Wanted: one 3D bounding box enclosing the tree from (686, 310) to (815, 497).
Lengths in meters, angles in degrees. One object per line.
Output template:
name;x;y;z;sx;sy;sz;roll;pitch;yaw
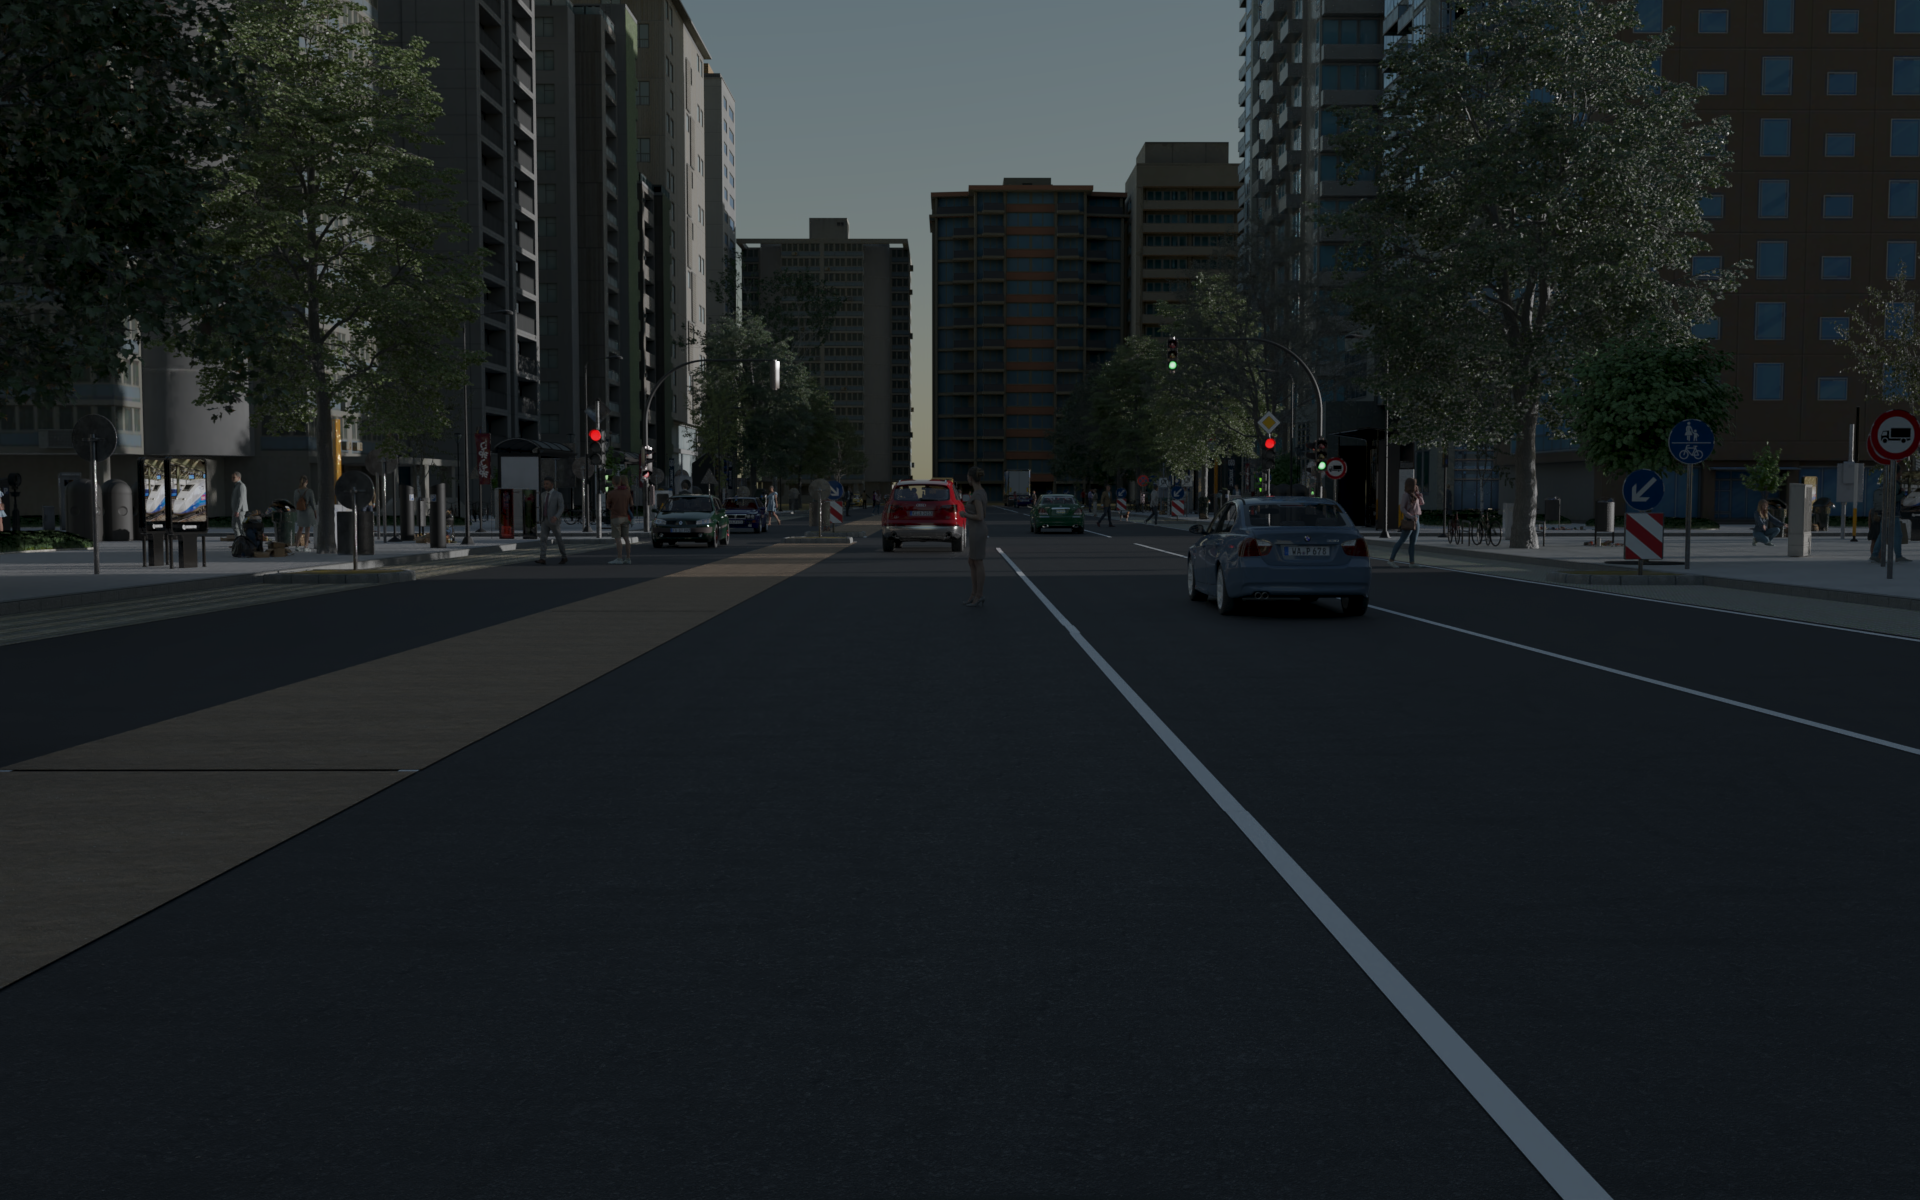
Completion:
tree;-14.180;-13.015;119.452;9.857;13.997;8.962;0;3;0

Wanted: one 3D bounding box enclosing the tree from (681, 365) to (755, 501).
tree;-13.611;-9.028;97.965;4.737;8.622;4.395;0;3;0

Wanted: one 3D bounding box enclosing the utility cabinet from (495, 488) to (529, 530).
utility cabinet;-15.965;-3.244;61.724;1.173;1.500;0.318;0;4;8

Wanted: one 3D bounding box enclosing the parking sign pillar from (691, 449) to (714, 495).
parking sign pillar;-15.112;-6.928;101.744;1.447;3.967;1.447;-1;4;-16

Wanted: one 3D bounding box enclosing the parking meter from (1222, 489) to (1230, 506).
parking meter;12.968;-4.656;84.543;0.372;1.533;0.369;0;3;0

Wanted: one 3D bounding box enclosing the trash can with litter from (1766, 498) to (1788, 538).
trash can with litter;24.191;-2.430;51.116;1.055;1.170;0.624;-2;4;-29

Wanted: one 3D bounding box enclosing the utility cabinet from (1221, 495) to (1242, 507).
utility cabinet;13.711;-4.676;87.609;1.020;1.237;0.306;0;4;-5

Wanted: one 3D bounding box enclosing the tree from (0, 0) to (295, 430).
tree;-12.915;-6.369;21.135;9.611;12.733;9.660;0;3;0

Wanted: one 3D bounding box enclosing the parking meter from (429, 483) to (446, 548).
parking meter;-12.412;-2.003;41.156;0.372;1.533;0.369;0;3;0

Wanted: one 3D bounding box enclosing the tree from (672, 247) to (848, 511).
tree;-15.352;-16.999;133.827;12.611;20.169;13.585;0;3;0

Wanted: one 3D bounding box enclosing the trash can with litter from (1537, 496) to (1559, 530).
trash can with litter;21.472;-3.098;61.712;2.233;1.210;1.678;2;4;34

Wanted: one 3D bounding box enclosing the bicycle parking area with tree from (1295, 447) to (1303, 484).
bicycle parking area with tree;21.277;-7.404;108.060;9.016;4.147;8.231;2;4;26

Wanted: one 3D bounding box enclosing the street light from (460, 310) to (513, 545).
street light;-11.971;-4.360;43.832;1.470;5.913;1.316;0;4;0

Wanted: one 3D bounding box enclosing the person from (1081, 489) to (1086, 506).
person;13.550;-11.237;189.704;0.705;1.831;1.348;3;4;37

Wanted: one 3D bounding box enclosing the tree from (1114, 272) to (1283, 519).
tree;12.753;-10.421;88.512;7.486;12.596;7.792;0;3;0

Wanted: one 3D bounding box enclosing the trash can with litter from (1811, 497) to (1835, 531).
trash can with litter;29.584;-2.951;59.638;1.055;1.170;0.624;-2;4;-35

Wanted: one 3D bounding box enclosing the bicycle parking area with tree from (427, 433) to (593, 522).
bicycle parking area with tree;-20.973;-5.803;81.883;8.231;4.147;9.016;0;4;5

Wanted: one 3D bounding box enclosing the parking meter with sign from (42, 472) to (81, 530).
parking meter with sign;-31.548;-3.981;61.352;1.738;3.016;0.543;-3;4;-37

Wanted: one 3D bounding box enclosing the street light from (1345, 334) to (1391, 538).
street light;11.896;-4.771;50.551;1.470;5.913;1.316;0;4;0

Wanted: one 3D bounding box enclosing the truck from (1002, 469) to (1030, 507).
truck;6.472;-12.924;200.227;2.839;4.237;11.283;0;4;-2

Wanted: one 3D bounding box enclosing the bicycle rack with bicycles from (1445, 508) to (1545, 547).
bicycle rack with bicycles;13.448;-1.831;43.322;2.852;0.926;2.925;1;4;12

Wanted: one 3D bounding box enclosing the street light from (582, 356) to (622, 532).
street light;-12.025;-5.243;58.270;1.470;5.913;1.316;0;4;0

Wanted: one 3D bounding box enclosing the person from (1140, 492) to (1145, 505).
person;21.109;-11.835;200.219;0.621;1.740;0.551;1;4;19

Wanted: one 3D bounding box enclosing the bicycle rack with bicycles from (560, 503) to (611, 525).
bicycle rack with bicycles;-15.684;-3.628;72.697;2.925;0.926;2.852;1;4;21

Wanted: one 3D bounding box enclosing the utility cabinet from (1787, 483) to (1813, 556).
utility cabinet;17.256;-1.643;35.547;0.318;1.500;1.173;2;4;32

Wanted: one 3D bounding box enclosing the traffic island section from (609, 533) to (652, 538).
traffic island section;-10.607;-2.217;58.523;2.009;0.180;2.903;0;4;0

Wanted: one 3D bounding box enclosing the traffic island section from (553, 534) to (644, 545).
traffic island section;-10.556;-1.728;50.538;2.009;0.180;2.903;0;4;0

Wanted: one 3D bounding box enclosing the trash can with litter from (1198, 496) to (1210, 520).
trash can with litter;12.380;-4.664;87.650;0.624;1.170;1.055;0;4;3

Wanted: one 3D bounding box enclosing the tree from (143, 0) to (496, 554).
tree;-14.100;-7.281;37.170;7.486;12.596;7.792;0;3;0

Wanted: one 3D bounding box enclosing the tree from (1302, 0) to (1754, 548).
tree;13.297;-8.203;40.769;9.857;13.997;8.962;0;3;0

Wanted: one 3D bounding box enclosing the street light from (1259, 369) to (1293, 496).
street light;11.813;-5.627;64.535;1.470;5.913;1.316;0;4;0

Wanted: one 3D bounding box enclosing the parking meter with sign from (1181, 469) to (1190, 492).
parking meter with sign;15.281;-7.400;117.243;0.543;3.016;1.738;-1;4;-21

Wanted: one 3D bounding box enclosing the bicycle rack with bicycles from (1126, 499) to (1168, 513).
bicycle rack with bicycles;12.600;-6.615;121.538;2.852;0.926;2.925;-2;4;-29

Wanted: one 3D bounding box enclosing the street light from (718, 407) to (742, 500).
street light;-12.283;-7.316;92.166;1.470;5.913;1.316;0;4;0

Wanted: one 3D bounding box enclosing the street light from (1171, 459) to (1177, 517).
street light;11.631;-7.692;98.299;1.470;5.913;1.316;0;4;0

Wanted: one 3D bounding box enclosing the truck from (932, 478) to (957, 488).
truck;-2.176;-12.757;204.494;3.469;3.379;9.791;0;4;1

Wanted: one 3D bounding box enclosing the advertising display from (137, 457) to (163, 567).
advertising display;-14.332;-1.567;30.827;0.123;1.923;0.974;0;4;1

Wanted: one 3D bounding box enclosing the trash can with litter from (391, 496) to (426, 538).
trash can with litter;-15.849;-2.403;50.353;1.678;1.210;2.233;0;4;-7

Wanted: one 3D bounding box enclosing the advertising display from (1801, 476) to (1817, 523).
advertising display;30.896;-3.538;63.056;0.974;1.923;0.123;-3;4;-38

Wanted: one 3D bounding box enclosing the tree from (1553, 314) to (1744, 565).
tree;12.547;-2.937;31.732;4.285;4.588;4.351;0;3;0

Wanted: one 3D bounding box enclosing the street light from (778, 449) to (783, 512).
street light;-12.565;-9.410;126.394;1.470;5.913;1.316;0;4;0

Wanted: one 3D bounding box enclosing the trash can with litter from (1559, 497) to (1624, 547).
trash can with litter;16.438;-1.957;43.062;2.233;1.210;1.678;-1;4;-14

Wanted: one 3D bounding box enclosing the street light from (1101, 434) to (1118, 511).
street light;11.415;-9.772;132.320;1.470;5.913;1.316;0;4;0

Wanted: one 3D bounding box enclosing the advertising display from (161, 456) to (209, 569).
advertising display;-13.422;-1.520;30.066;0.123;1.923;0.974;1;4;14

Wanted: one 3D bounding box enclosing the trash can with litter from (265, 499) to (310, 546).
trash can with litter;-16.487;-1.905;42.539;0.624;1.170;1.055;1;4;13

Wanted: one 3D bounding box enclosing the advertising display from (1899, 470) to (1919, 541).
advertising display;26.173;-2.571;47.254;0.974;1.923;0.123;1;4;20

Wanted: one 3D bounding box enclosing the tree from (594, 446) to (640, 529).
tree;-12.839;-4.206;63.376;1.663;3.219;1.824;0;3;0

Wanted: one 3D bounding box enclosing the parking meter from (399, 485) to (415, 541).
parking meter;-15.155;-2.389;47.464;0.372;1.533;0.369;0;3;0

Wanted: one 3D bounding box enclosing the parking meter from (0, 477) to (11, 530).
parking meter;-33.496;-3.358;60.615;0.255;1.863;0.399;1;4;16

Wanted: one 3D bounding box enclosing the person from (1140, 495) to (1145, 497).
person;21.764;-12.373;209.060;1.217;1.735;0.721;-1;4;-18

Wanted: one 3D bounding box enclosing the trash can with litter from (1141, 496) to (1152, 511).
trash can with litter;14.695;-7.427;132.486;1.678;1.210;2.233;0;4;-1
